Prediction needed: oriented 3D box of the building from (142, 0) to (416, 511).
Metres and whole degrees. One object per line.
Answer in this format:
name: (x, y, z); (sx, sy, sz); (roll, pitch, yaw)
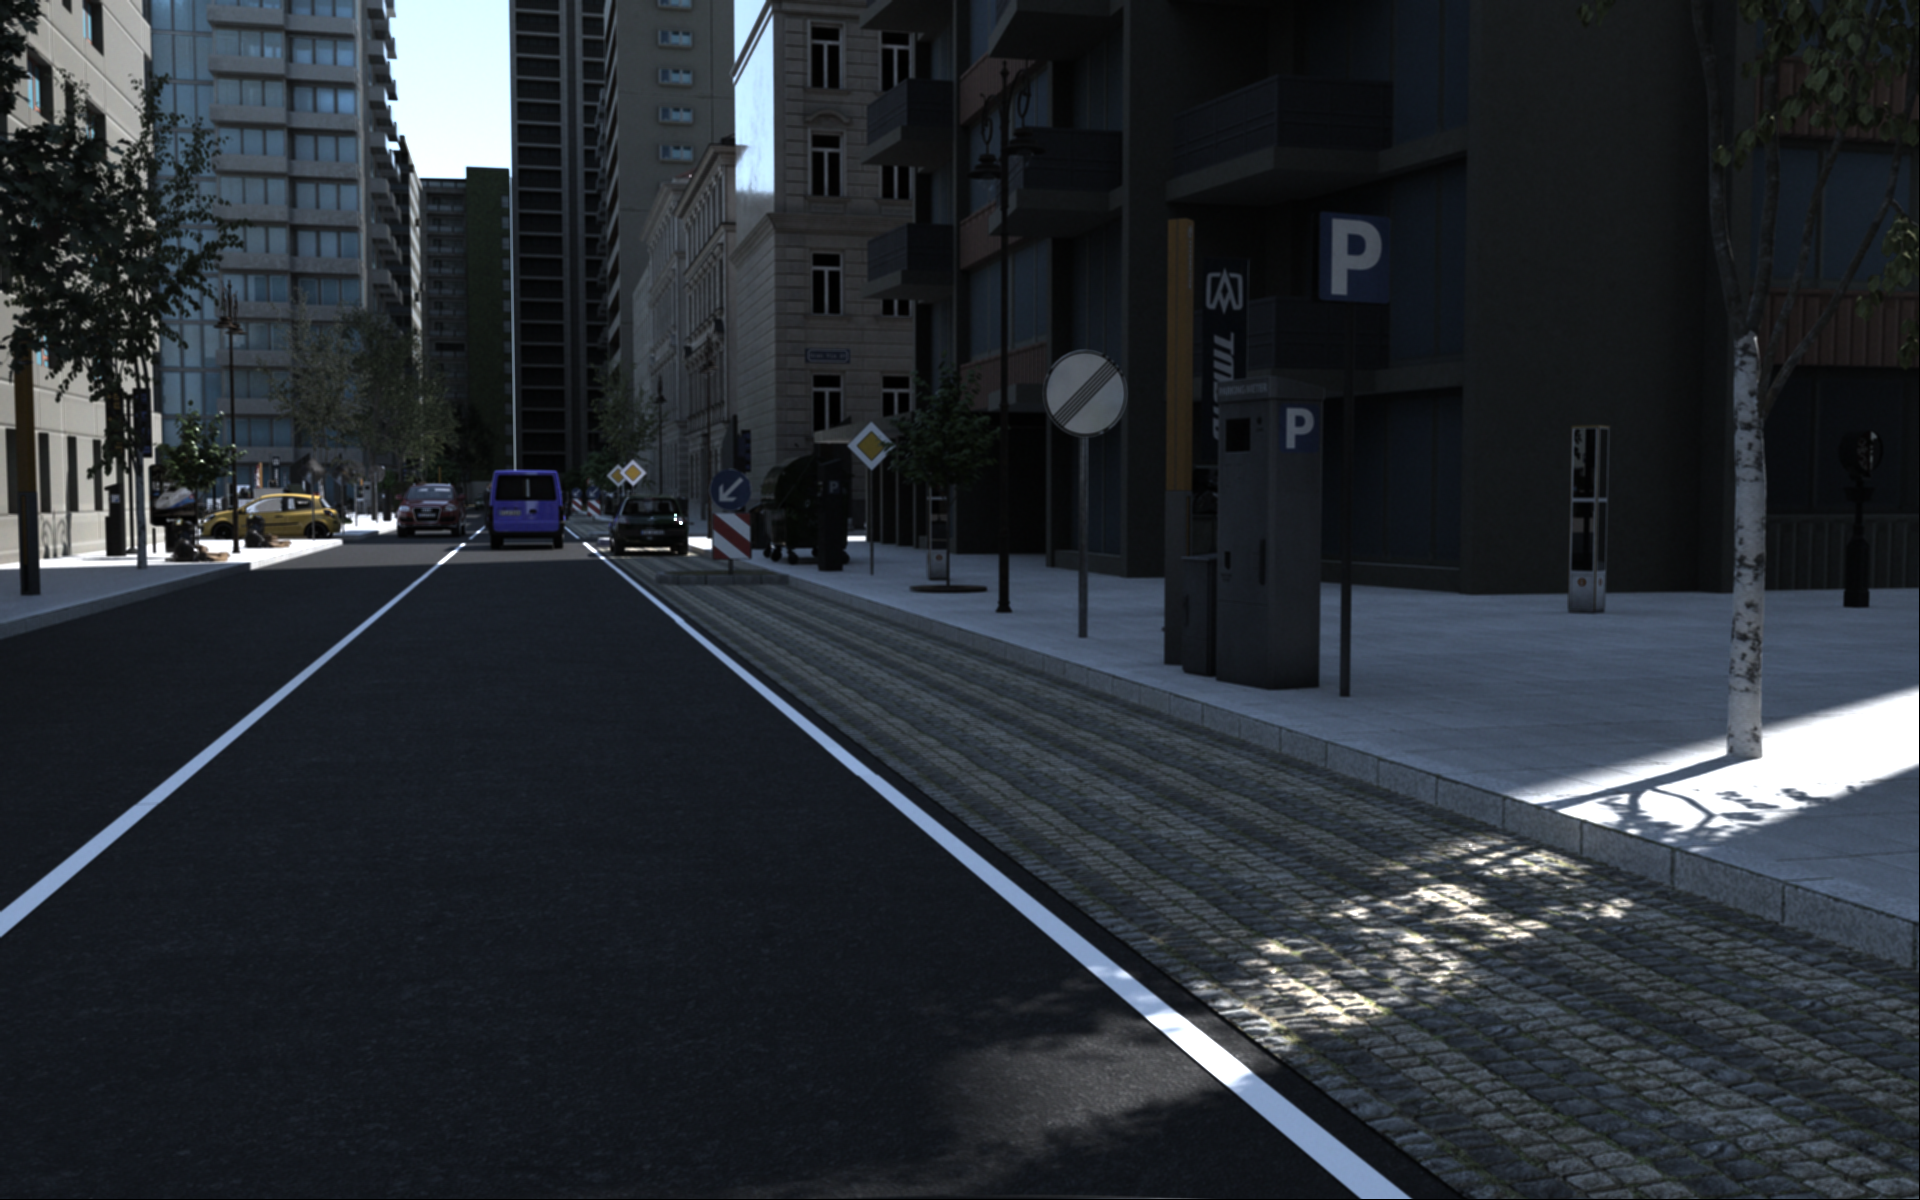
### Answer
building: (-56.855, -31.729, 138.378); (23.786, 49.044, 30.456); (-1, 4, -14)

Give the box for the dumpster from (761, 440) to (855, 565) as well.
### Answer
dumpster: (-2.822, -1.813, 32.138); (1.502, 2.255, 1.985); (-1, 4, -14)

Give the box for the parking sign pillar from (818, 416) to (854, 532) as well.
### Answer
parking sign pillar: (-4.374, -4.348, 59.562); (1.447, 3.967, 1.447); (0, 4, 0)

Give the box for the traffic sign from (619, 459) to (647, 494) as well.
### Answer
traffic sign: (-9.355, -2.810, 49.585); (0.795, 2.450, 0.064); (-1, 4, -14)

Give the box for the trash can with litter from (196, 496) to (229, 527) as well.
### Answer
trash can with litter: (-29.885, -3.452, 67.495); (1.678, 1.210, 2.233); (2, 4, 30)

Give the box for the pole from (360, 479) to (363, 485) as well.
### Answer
pole: (-39.927, -7.441, 115.501); (0.158, 3.312, 0.155); (0, 3, 0)

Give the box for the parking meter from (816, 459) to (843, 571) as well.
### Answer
parking meter: (-2.175, -1.416, 28.858); (0.399, 1.863, 0.255); (-2, 4, -33)

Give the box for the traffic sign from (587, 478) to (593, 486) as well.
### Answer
traffic sign: (-27.012, -7.774, 127.204); (0.768, 2.556, 0.104); (0, 4, -6)

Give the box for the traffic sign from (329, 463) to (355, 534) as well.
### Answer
traffic sign: (-19.692, -3.156, 55.249); (0.795, 2.450, 0.064); (-1, 4, -14)

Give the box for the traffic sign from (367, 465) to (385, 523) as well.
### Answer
traffic sign: (-25.438, -4.612, 75.516); (0.768, 2.556, 0.104); (0, 4, -4)

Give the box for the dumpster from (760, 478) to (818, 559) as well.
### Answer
dumpster: (-3.217, -1.747, 34.323); (1.264, 1.857, 1.865); (-1, 4, -14)

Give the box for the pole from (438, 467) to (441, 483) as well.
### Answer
pole: (-38.560, -8.230, 128.404); (0.158, 3.312, 0.155); (0, 3, 0)

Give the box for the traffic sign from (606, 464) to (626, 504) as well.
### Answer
traffic sign: (-11.303, -3.284, 57.330); (0.795, 2.450, 0.064); (-1, 4, -14)

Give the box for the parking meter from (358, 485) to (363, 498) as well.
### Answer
parking meter: (-39.286, -6.595, 113.541); (0.255, 1.863, 0.399); (0, 4, -5)

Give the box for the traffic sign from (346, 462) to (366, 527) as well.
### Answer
traffic sign: (-23.703, -4.149, 67.939); (0.768, 2.556, 0.104); (-1, 4, -14)

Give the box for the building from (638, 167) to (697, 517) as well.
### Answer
building: (-13.007, -16.479, 105.587); (11.583, 22.565, 21.152); (-1, 4, -14)

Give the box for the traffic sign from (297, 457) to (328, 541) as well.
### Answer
traffic sign: (-17.744, -2.683, 47.504); (0.795, 2.450, 0.064); (-1, 4, -14)

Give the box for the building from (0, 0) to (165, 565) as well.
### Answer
building: (-31.642, -11.201, 28.172); (28.899, 21.520, 27.650); (-1, 4, -14)

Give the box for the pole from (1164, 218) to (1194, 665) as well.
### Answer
pole: (1.643, -1.170, 12.971); (0.158, 3.312, 0.155); (0, 3, 0)

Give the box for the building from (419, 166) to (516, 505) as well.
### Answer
building: (-63.373, -32.681, 217.928); (14.086, 41.232, 14.154); (-1, 4, -14)

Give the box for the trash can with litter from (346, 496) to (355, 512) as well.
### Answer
trash can with litter: (-42.649, -6.746, 121.687); (1.055, 1.170, 0.624); (-1, 4, -22)

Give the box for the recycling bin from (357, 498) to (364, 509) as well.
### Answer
recycling bin: (-37.740, -5.947, 109.791); (0.722, 1.027, 0.722); (1, 4, 17)

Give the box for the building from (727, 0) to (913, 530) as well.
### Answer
building: (3.773, -16.645, 69.404); (25.104, 27.353, 12.463); (-1, 4, -14)

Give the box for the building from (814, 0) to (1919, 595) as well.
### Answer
building: (9.849, -23.294, 35.475); (22.147, 44.769, 28.867); (-1, 4, -14)

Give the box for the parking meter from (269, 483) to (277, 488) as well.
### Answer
parking meter: (-36.491, -5.279, 92.023); (0.399, 1.863, 0.255); (2, 4, 32)

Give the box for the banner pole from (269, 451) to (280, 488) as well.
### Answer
banner pole: (-40.272, -6.831, 101.701); (0.401, 3.779, 0.863); (3, 4, 37)

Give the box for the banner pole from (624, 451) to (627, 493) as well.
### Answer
banner pole: (-19.485, -6.785, 100.944); (0.401, 3.779, 0.863); (-2, 4, -25)

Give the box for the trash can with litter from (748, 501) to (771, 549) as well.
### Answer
trash can with litter: (-4.883, -1.774, 40.400); (1.055, 1.170, 0.624); (1, 4, 15)

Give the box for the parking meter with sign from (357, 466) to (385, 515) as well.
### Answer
parking meter with sign: (-36.721, -6.820, 107.767); (1.738, 3.016, 0.543); (0, 4, 5)

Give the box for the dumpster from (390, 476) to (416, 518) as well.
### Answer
dumpster: (-29.615, -5.510, 92.574); (1.502, 2.255, 1.985); (-1, 4, -14)

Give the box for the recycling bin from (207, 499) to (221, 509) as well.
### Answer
recycling bin: (-41.629, -5.163, 96.967); (0.722, 1.027, 0.722); (2, 4, 27)

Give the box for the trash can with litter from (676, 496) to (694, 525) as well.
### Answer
trash can with litter: (-12.056, -3.765, 72.615); (2.233, 1.210, 1.678); (-2, 4, -31)

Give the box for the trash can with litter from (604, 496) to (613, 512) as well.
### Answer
trash can with litter: (-21.467, -5.825, 106.624); (0.624, 1.170, 1.055); (-3, 5, -43)

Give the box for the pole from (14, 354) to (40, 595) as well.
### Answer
pole: (-11.818, -1.717, 21.922); (0.158, 3.312, 0.155); (0, 3, 0)

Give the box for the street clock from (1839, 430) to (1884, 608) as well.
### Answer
street clock: (10.172, -0.919, 19.597); (0.471, 2.002, 0.358); (-2, 4, -27)

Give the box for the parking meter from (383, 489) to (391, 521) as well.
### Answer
parking meter: (-27.088, -4.493, 81.869); (0.372, 1.533, 0.369); (0, 3, 0)

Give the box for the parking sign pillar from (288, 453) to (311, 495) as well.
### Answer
parking sign pillar: (-42.800, -7.567, 112.199); (1.447, 3.967, 1.447); (-3, 4, -38)

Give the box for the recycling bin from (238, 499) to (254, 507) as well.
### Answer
recycling bin: (-34.844, -4.423, 84.869); (0.722, 1.027, 0.722); (1, 4, 9)

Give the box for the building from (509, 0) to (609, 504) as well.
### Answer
building: (-47.201, -48.048, 223.833); (20.611, 71.187, 20.563); (-1, 4, -14)

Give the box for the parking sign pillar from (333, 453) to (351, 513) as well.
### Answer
parking sign pillar: (-41.365, -7.772, 115.549); (1.447, 3.967, 1.447); (-3, 4, -38)

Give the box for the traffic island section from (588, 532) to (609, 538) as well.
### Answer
traffic island section: (-11.282, -2.149, 57.413); (2.009, 0.180, 2.903); (-1, 4, -14)

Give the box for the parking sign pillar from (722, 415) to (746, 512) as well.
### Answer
parking sign pillar: (-7.777, -4.345, 59.509); (1.447, 3.967, 1.447); (-2, 4, -25)

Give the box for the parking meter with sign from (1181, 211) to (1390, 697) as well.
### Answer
parking meter with sign: (2.090, -0.941, 11.638); (0.543, 3.016, 1.738); (-2, 4, -25)

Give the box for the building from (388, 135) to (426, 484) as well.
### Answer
building: (-68.252, -29.818, 179.403); (23.993, 40.220, 32.217); (-1, 4, -14)

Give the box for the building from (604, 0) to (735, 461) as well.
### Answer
building: (-19.369, -32.222, 150.536); (21.300, 48.544, 21.600); (-1, 4, -14)

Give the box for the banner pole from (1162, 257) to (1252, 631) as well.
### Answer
banner pole: (2.315, -1.600, 16.177); (0.863, 3.779, 0.401); (-1, 4, -14)

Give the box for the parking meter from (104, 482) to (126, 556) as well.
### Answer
parking meter: (-17.444, -1.673, 35.764); (0.372, 1.533, 0.369); (0, 3, 0)

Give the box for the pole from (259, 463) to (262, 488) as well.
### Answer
pole: (-45.144, -7.217, 111.841); (0.158, 3.312, 0.155); (0, 3, 0)

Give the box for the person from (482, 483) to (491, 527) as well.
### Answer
person: (-20.264, -4.079, 74.558); (0.474, 1.900, 0.648); (0, 4, 5)

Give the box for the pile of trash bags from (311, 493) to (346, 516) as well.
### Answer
pile of trash bags: (-35.250, -5.150, 93.950); (1.912, 1.369, 3.447); (3, 5, 39)

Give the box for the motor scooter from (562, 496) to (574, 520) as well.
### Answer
motor scooter: (-21.560, -5.021, 94.878); (0.815, 1.314, 1.986); (-1, 4, -13)

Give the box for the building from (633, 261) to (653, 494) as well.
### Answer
building: (-17.608, -16.481, 124.224); (10.420, 20.320, 16.860); (-1, 4, -14)

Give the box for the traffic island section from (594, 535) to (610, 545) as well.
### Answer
traffic island section: (-9.334, -1.675, 49.668); (2.009, 0.180, 2.903); (-1, 4, -14)

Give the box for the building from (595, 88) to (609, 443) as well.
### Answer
building: (-28.074, -34.865, 189.643); (23.786, 49.044, 30.456); (-1, 4, -14)

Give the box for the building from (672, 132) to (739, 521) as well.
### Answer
building: (-7.953, -13.487, 85.140); (10.561, 19.102, 19.286); (-1, 4, -14)

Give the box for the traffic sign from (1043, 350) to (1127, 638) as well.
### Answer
traffic sign: (1.100, -0.936, 15.414); (0.768, 2.556, 0.104); (-1, 4, -10)

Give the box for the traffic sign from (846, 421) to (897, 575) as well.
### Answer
traffic sign: (-1.397, -1.600, 27.340); (0.795, 2.450, 0.064); (-1, 4, -9)

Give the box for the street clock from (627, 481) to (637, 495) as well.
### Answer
street clock: (-15.658, -4.779, 82.706); (0.471, 2.002, 0.358); (-1, 4, -14)
